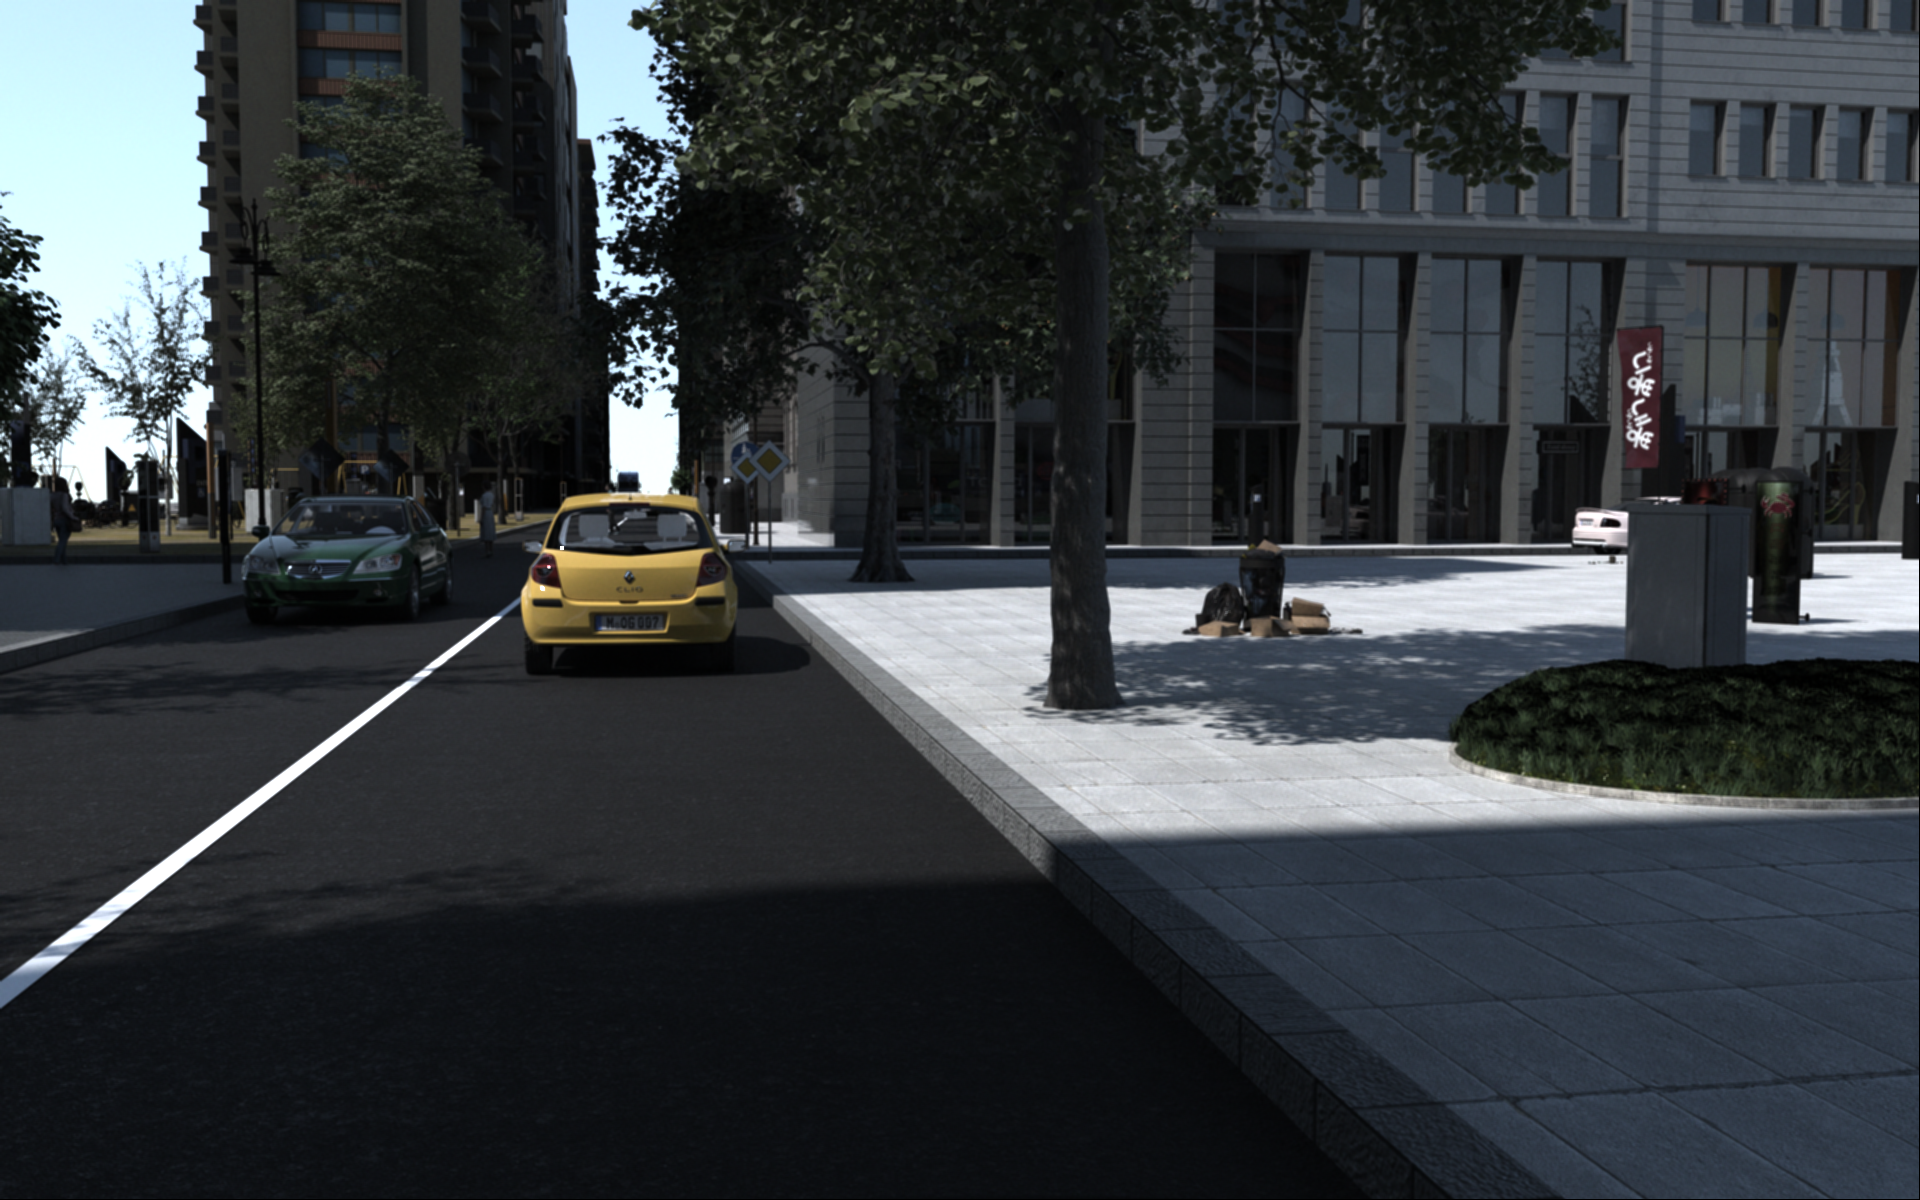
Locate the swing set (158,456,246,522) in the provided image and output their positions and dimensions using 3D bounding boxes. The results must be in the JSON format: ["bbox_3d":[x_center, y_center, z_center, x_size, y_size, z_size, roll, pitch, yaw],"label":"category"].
[{"bbox_3d":[-31.395,-4.474,70.769,3.119,2.851,2.862,1,4,19],"label":"swing set"}]

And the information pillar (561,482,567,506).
[{"bbox_3d":[-24.688,-6.328,107.951,0.304,2.012,0.304,0,4,-1],"label":"information pillar"}]

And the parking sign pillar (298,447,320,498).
[{"bbox_3d":[-31.639,-5.854,84.191,1.447,3.967,1.447,3,5,42],"label":"parking sign pillar"}]

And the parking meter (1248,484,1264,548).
[{"bbox_3d":[7.071,-2.014,41.348,0.372,1.533,0.369,0,3,0],"label":"parking meter"}]

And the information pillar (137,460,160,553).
[{"bbox_3d":[-17.708,-2.038,37.807,0.304,2.012,0.304,2,4,23],"label":"information pillar"}]

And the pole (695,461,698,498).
[{"bbox_3d":[-15.853,-6.752,104.239,0.158,3.312,0.155,0,3,0],"label":"pole"}]

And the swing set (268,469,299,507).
[{"bbox_3d":[-41.425,-6.761,108.167,3.119,2.851,2.862,0,4,6],"label":"swing set"}]

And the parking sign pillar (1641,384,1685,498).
[{"bbox_3d":[17.530,-3.347,43.203,1.447,3.967,1.447,0,4,-7],"label":"parking sign pillar"}]

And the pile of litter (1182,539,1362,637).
[{"bbox_3d":[2.908,-0.123,15.976,1.719,0.858,1.176,0,4,5],"label":"pile of litter"}]

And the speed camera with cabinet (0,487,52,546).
[{"bbox_3d":[-23.562,-2.953,42.625,0.660,3.252,2.038,2,4,34],"label":"speed camera with cabinet"}]

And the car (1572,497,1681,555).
[{"bbox_3d":[16.182,-1.619,38.829,4.827,1.381,2.083,-1,4,-10],"label":"car"}]

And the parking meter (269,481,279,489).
[{"bbox_3d":[-31.510,-4.519,79.590,0.255,1.863,0.399,3,5,43],"label":"parking meter"}]

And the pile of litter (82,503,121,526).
[{"bbox_3d":[-34.749,-3.404,69.612,1.176,0.858,1.719,0,4,-3],"label":"pile of litter"}]

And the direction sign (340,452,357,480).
[{"bbox_3d":[-32.895,-6.192,93.229,0.876,3.537,0.379,-1,4,-12],"label":"direction sign"}]

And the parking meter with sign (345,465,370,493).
[{"bbox_3d":[-30.413,-5.540,86.844,1.738,3.016,0.543,-1,4,-14],"label":"parking meter with sign"}]

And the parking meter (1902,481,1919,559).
[{"bbox_3d":[18.775,-1.571,34.095,0.372,1.533,0.369,0,3,0],"label":"parking meter"}]

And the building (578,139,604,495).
[{"bbox_3d":[-54.732,-33.798,207.214,22.147,44.769,28.867,-1,4,-10],"label":"building"}]

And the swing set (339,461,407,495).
[{"bbox_3d":[-28.216,-5.208,82.764,3.119,2.851,2.862,0,4,-5],"label":"swing set"}]

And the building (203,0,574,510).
[{"bbox_3d":[-48.346,-34.387,151.462,28.713,52.752,27.495,-1,4,-10],"label":"building"}]

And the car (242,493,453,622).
[{"bbox_3d":[-7.320,-0.565,21.035,2.131,1.459,4.920,-1,4,-9],"label":"car"}]

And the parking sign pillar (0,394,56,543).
[{"bbox_3d":[-24.634,-3.489,45.511,1.447,3.967,1.447,-2,4,-29],"label":"parking sign pillar"}]

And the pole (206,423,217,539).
[{"bbox_3d":[-21.463,-3.413,49.639,0.158,3.312,0.155,0,3,0],"label":"pole"}]

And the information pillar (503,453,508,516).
[{"bbox_3d":[-26.089,-6.612,99.465,0.183,3.616,0.504,0,4,1],"label":"information pillar"}]

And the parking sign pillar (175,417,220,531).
[{"bbox_3d":[-27.026,-4.454,61.302,1.447,3.967,1.447,1,4,23],"label":"parking sign pillar"}]

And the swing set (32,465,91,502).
[{"bbox_3d":[-49.536,-5.930,94.574,2.862,2.851,3.119,1,4,22],"label":"swing set"}]

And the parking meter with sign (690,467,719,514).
[{"bbox_3d":[-16.317,-7.008,110.838,1.738,3.016,0.543,1,4,8],"label":"parking meter with sign"}]

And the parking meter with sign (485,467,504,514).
[{"bbox_3d":[-29.660,-6.928,109.541,1.738,3.016,0.543,0,4,-8],"label":"parking meter with sign"}]

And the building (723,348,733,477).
[{"bbox_3d":[-8.962,-15.369,106.042,10.420,20.320,16.860,-1,4,-10],"label":"building"}]

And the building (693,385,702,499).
[{"bbox_3d":[-12.918,-20.266,176.388,27.650,21.520,28.899,-1,4,-10],"label":"building"}]

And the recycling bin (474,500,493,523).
[{"bbox_3d":[-21.308,-3.970,77.465,0.722,1.027,0.722,-1,4,-21],"label":"recycling bin"}]

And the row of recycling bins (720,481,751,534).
[{"bbox_3d":[-7.423,-3.064,57.214,1.069,1.692,3.534,0,4,-6],"label":"row of recycling bins"}]

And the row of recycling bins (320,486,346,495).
[{"bbox_3d":[-33.106,-5.116,90.759,3.534,1.692,1.069,1,4,16],"label":"row of recycling bins"}]

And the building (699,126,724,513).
[{"bbox_3d":[-11.685,-21.600,124.864,14.160,30.474,14.107,-1,4,-10],"label":"building"}]

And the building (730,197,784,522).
[{"bbox_3d":[-6.538,-14.579,87.525,9.793,20.994,18.267,-1,4,-10],"label":"building"}]

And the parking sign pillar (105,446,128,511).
[{"bbox_3d":[-47.939,-6.732,98.532,1.447,3.967,1.447,1,4,12],"label":"parking sign pillar"}]

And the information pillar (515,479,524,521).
[{"bbox_3d":[-20.884,-4.746,82.082,0.304,2.012,0.304,0,4,2],"label":"information pillar"}]

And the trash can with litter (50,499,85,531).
[{"bbox_3d":[-31.847,-3.078,61.387,1.678,1.210,2.233,1,4,20],"label":"trash can with litter"}]

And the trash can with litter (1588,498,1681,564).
[{"bbox_3d":[12.689,-1.274,31.896,2.233,1.210,1.678,0,4,7],"label":"trash can with litter"}]

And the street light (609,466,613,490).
[{"bbox_3d":[-46.570,-15.807,231.237,0.468,5.910,1.993,-1,4,-10],"label":"street light"}]

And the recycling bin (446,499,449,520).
[{"bbox_3d":[-25.829,-4.482,85.837,0.722,1.027,0.722,3,4,37],"label":"recycling bin"}]

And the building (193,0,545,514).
[{"bbox_3d":[-41.381,-28.705,123.958,22.147,44.769,28.867,-1,4,-10],"label":"building"}]

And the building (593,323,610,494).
[{"bbox_3d":[-59.608,-29.754,258.175,14.160,30.474,14.107,-1,4,-10],"label":"building"}]

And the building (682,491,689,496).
[{"bbox_3d":[-29.586,-49.452,246.789,20.563,71.187,20.611,-1,4,-10],"label":"building"}]

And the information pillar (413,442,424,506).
[{"bbox_3d":[-24.597,-5.340,78.660,0.504,3.616,0.183,-3,5,-43],"label":"information pillar"}]

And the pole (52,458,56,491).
[{"bbox_3d":[-51.283,-6.379,98.141,0.158,3.312,0.155,0,3,0],"label":"pole"}]

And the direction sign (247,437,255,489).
[{"bbox_3d":[-28.106,-4.692,68.709,0.379,3.537,0.876,-3,4,-39],"label":"direction sign"}]

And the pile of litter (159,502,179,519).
[{"bbox_3d":[-40.379,-4.538,88.161,1.176,0.858,1.719,-3,5,-40],"label":"pile of litter"}]

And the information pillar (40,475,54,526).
[{"bbox_3d":[-35.197,-3.811,66.801,0.304,2.012,0.304,1,4,18],"label":"information pillar"}]

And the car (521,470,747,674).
[{"bbox_3d":[-2.876,-0.312,15.319,2.015,1.641,3.980,-1,4,-9],"label":"car"}]

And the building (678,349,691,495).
[{"bbox_3d":[-35.912,-30.142,264.521,14.160,30.474,14.107,-1,4,-10],"label":"building"}]

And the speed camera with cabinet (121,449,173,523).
[{"bbox_3d":[-35.867,-5.018,76.385,2.038,3.252,0.660,0,4,-7],"label":"speed camera with cabinet"}]

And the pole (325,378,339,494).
[{"bbox_3d":[-11.111,-2.252,30.670,0.158,3.312,0.155,0,3,0],"label":"pole"}]

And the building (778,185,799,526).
[{"bbox_3d":[0.050,-17.090,66.814,14.401,28.519,23.554,-1,4,-10],"label":"building"}]

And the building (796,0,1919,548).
[{"bbox_3d":[10.603,-16.545,48.005,29.804,29.767,11.434,-1,4,-10],"label":"building"}]

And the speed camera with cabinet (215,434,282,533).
[{"bbox_3d":[-23.330,-3.818,56.755,2.038,3.252,0.660,1,4,10],"label":"speed camera with cabinet"}]

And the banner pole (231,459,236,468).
[{"bbox_3d":[-45.325,-7.187,107.532,0.863,3.779,0.401,-1,4,-16],"label":"banner pole"}]

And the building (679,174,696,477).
[{"bbox_3d":[-24.951,-34.784,223.337,22.147,44.769,28.867,-1,4,-10],"label":"building"}]

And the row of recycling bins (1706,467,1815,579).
[{"bbox_3d":[12.636,-1.256,27.651,1.069,1.692,3.534,0,4,8],"label":"row of recycling bins"}]

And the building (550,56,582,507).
[{"bbox_3d":[-45.462,-32.003,173.360,14.600,45.320,14.200,-1,4,-10],"label":"building"}]
